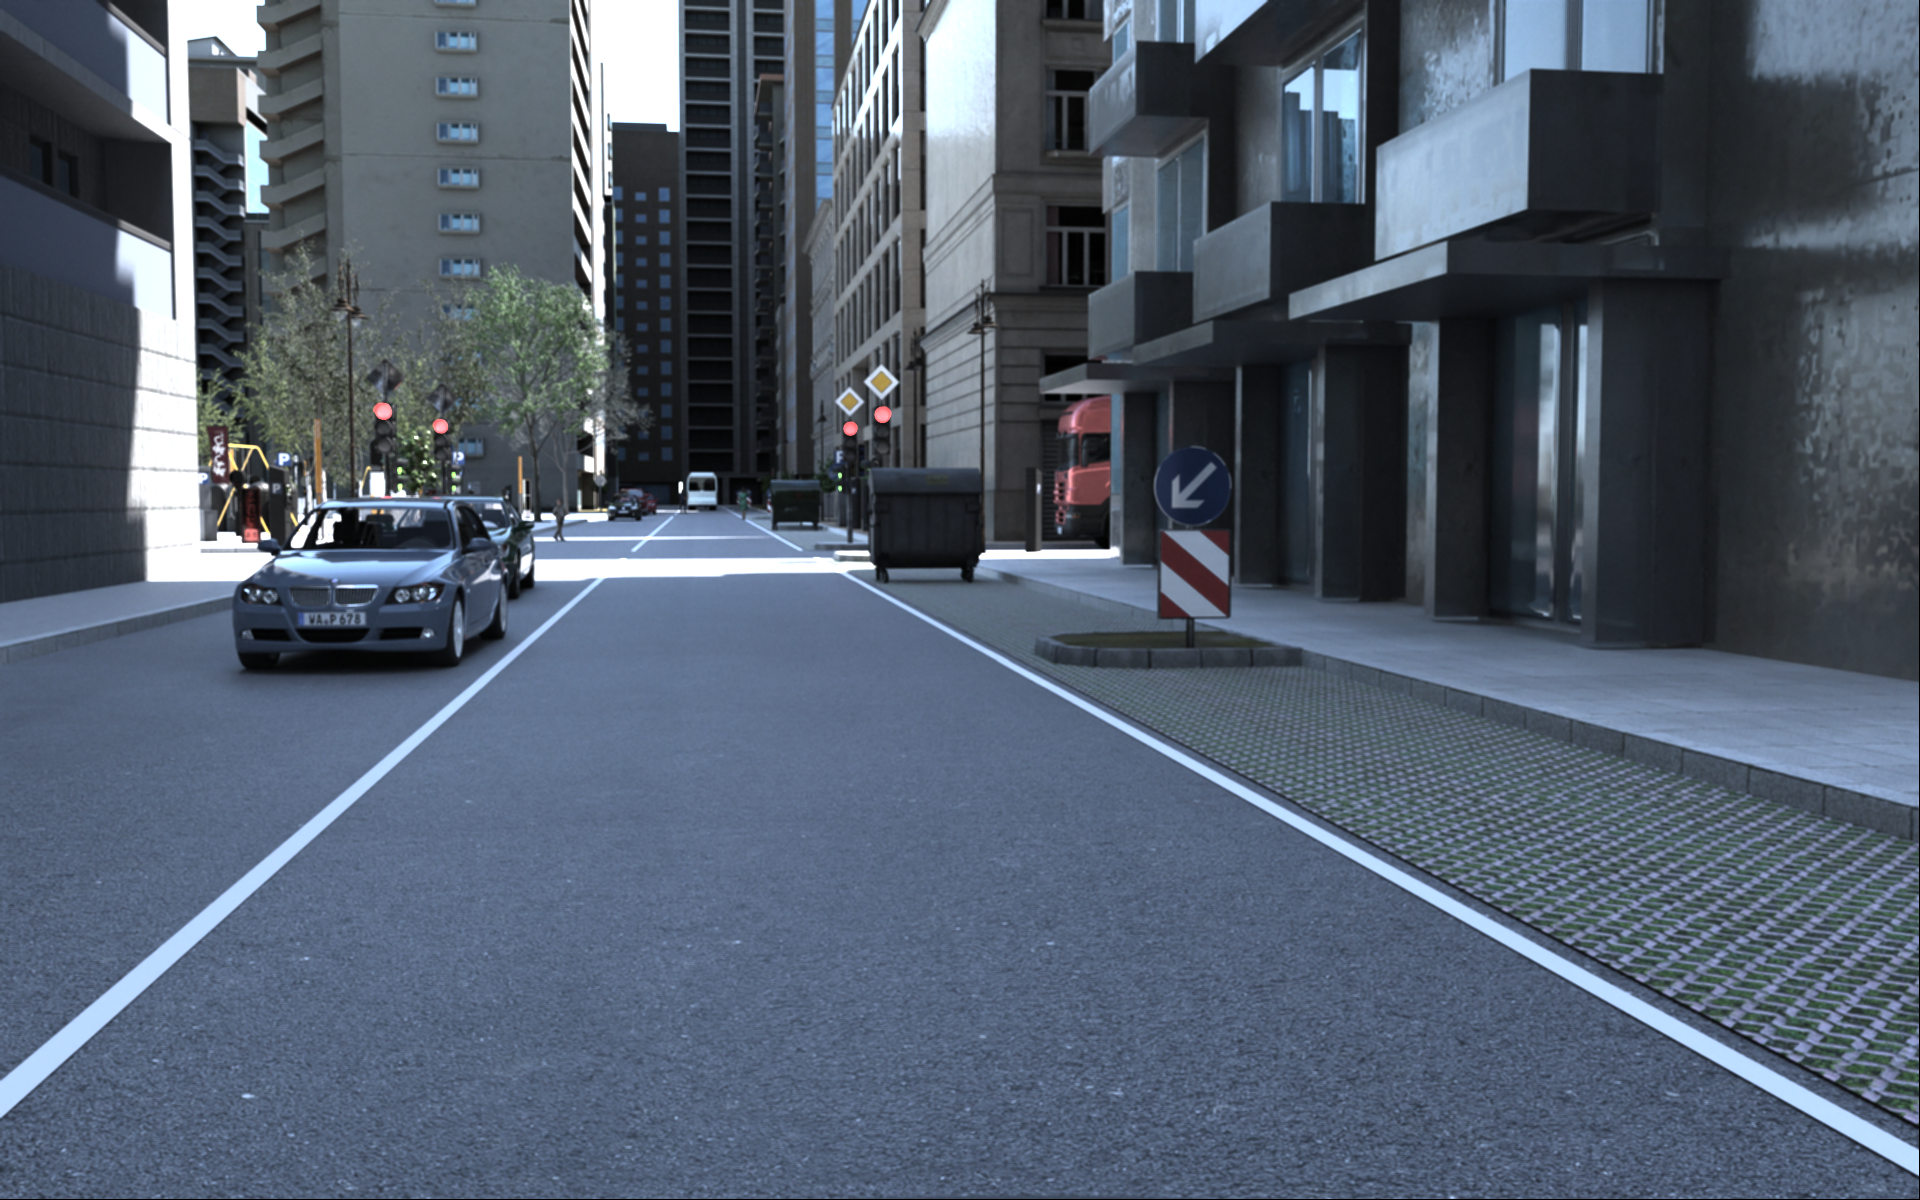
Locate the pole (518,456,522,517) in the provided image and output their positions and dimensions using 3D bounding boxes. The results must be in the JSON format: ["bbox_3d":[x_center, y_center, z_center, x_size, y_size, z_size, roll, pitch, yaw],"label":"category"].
[{"bbox_3d":[-23.716,-6.089,93.403,0.158,3.312,0.155,0,3,0],"label":"pole"}]

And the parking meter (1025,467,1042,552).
[{"bbox_3d":[1.624,-1.988,38.213,0.255,1.863,0.399,2,4,25],"label":"parking meter"}]

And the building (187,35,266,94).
[{"bbox_3d":[-77.279,-37.939,209.533,27.495,52.752,28.713,-1,4,-9],"label":"building"}]

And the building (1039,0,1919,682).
[{"bbox_3d":[14.364,-24.635,22.392,23.786,49.044,30.456,-1,4,-9],"label":"building"}]

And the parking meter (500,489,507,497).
[{"bbox_3d":[-23.820,-5.016,90.428,0.372,1.533,0.369,0,3,0],"label":"parking meter"}]

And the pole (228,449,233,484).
[{"bbox_3d":[-33.135,-5.194,78.763,0.158,3.312,0.155,0,3,0],"label":"pole"}]

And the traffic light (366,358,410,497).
[{"bbox_3d":[-11.860,-2.873,35.898,0.839,4.253,0.868,-1,4,-9],"label":"traffic light"}]

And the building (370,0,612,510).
[{"bbox_3d":[-47.143,-33.987,179.392,21.600,48.544,21.300,-1,4,-9],"label":"building"}]

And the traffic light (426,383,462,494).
[{"bbox_3d":[-13.051,-3.356,43.794,0.839,4.253,0.868,-1,4,-9],"label":"traffic light"}]

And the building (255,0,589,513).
[{"bbox_3d":[-38.391,-30.737,126.248,21.300,48.544,21.600,-1,4,-9],"label":"building"}]

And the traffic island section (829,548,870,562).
[{"bbox_3d":[-1.674,-0.934,37.558,2.009,0.180,2.903,-1,4,-9],"label":"traffic island section"}]

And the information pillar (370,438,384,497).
[{"bbox_3d":[-22.219,-4.568,66.042,0.504,3.616,0.183,1,4,9],"label":"information pillar"}]

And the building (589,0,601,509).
[{"bbox_3d":[-37.272,-30.254,144.768,14.600,45.320,14.200,-1,4,-9],"label":"building"}]

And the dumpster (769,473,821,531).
[{"bbox_3d":[-6.440,-3.828,67.536,1.985,2.255,1.502,-1,4,-10],"label":"dumpster"}]

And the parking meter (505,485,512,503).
[{"bbox_3d":[-29.665,-6.605,113.704,0.399,1.863,0.255,0,4,2],"label":"parking meter"}]

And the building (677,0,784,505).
[{"bbox_3d":[-23.862,-47.337,212.219,20.611,71.187,20.563,-1,4,-9],"label":"building"}]

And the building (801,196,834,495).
[{"bbox_3d":[-3.696,-16.790,110.675,11.583,22.565,21.152,-1,4,-9],"label":"building"}]

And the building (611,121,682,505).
[{"bbox_3d":[-40.681,-34.111,207.820,14.200,45.320,14.600,-1,4,-9],"label":"building"}]

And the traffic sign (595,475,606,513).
[{"bbox_3d":[-23.994,-7.061,115.545,0.768,2.556,0.104,0,4,1],"label":"traffic sign"}]

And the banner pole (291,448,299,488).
[{"bbox_3d":[-35.644,-6.286,92.786,0.401,3.779,0.863,1,4,9],"label":"banner pole"}]

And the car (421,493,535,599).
[{"bbox_3d":[-7.186,-0.807,24.994,2.131,1.459,4.920,-1,4,-10],"label":"car"}]

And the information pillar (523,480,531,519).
[{"bbox_3d":[-22.119,-5.136,88.462,0.304,2.012,0.304,-2,4,-33],"label":"information pillar"}]

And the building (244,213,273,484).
[{"bbox_3d":[-65.268,-24.997,180.407,14.107,30.474,14.160,-1,4,-9],"label":"building"}]

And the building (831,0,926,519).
[{"bbox_3d":[4.760,-17.089,83.918,19.350,26.468,34.151,-1,4,-9],"label":"building"}]

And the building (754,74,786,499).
[{"bbox_3d":[-10.123,-32.202,181.119,22.147,44.769,28.867,-1,4,-9],"label":"building"}]

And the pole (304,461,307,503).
[{"bbox_3d":[-39.954,-6.844,105.744,0.158,3.312,0.155,0,3,0],"label":"pole"}]

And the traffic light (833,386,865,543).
[{"bbox_3d":[-2.906,-3.450,45.334,0.839,4.253,0.868,-1,4,-9],"label":"traffic light"}]

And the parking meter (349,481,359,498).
[{"bbox_3d":[-28.070,-4.560,80.270,0.399,1.863,0.255,-2,4,-31],"label":"parking meter"}]

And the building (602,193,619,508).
[{"bbox_3d":[-39.054,-23.718,159.488,14.160,30.474,14.107,-1,4,-9],"label":"building"}]

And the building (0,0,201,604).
[{"bbox_3d":[-25.639,-29.244,20.147,28.212,58.520,21.231,-1,4,-9],"label":"building"}]

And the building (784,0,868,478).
[{"bbox_3d":[-5.939,-29.402,130.825,14.600,45.320,14.200,-1,4,-9],"label":"building"}]

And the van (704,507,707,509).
[{"bbox_3d":[-26.124,-10.152,172.999,2.013,2.044,4.112,-1,4,-8],"label":"van"}]

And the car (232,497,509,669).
[{"bbox_3d":[-5.220,-0.233,15.810,2.014,1.417,4.499,0,4,-7],"label":"car"}]

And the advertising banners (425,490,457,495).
[{"bbox_3d":[-18.708,-3.983,61.306,2.074,3.025,0.090,1,4,19],"label":"advertising banners"}]

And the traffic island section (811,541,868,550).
[{"bbox_3d":[-2.865,-1.417,45.454,2.009,0.180,2.903,-1,4,-9],"label":"traffic island section"}]

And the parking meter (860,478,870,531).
[{"bbox_3d":[-3.133,-3.297,59.624,0.399,1.863,0.255,-3,5,-45],"label":"parking meter"}]

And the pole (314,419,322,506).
[{"bbox_3d":[-17.509,-3.268,47.278,0.158,3.312,0.155,0,3,0],"label":"pole"}]

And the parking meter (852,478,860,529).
[{"bbox_3d":[-3.824,-3.526,63.354,0.399,1.863,0.255,2,4,33],"label":"parking meter"}]

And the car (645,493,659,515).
[{"bbox_3d":[-22.258,-6.888,121.664,2.155,1.783,4.494,-1,4,-10],"label":"car"}]

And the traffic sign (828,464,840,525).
[{"bbox_3d":[-5.016,-4.334,70.966,0.768,2.556,0.104,0,4,-3],"label":"traffic sign"}]

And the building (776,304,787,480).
[{"bbox_3d":[-1.790,-18.892,153.926,27.650,21.520,28.899,-1,4,-9],"label":"building"}]

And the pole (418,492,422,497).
[{"bbox_3d":[-20.585,-4.415,66.022,0.158,3.312,0.155,0,3,0],"label":"pole"}]

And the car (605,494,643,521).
[{"bbox_3d":[-18.158,-5.139,93.804,2.009,1.686,4.222,-1,4,-9],"label":"car"}]

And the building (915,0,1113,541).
[{"bbox_3d":[13.917,-13.596,55.573,30.059,22.955,16.112,-1,4,-9],"label":"building"}]

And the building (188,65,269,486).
[{"bbox_3d":[-79.444,-32.304,178.277,14.200,45.320,14.600,-1,4,-9],"label":"building"}]

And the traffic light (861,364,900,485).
[{"bbox_3d":[-1.716,-2.967,37.438,0.839,4.253,0.868,-1,4,-9],"label":"traffic light"}]

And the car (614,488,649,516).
[{"bbox_3d":[-21.772,-6.498,114.915,2.281,1.827,5.304,-1,4,-8],"label":"car"}]

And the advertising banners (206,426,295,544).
[{"bbox_3d":[-18.332,-2.973,44.793,2.074,3.025,0.090,-2,4,-27],"label":"advertising banners"}]

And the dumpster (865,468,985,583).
[{"bbox_3d":[-0.588,-1.227,28.272,1.865,1.857,1.264,0,4,-8],"label":"dumpster"}]
